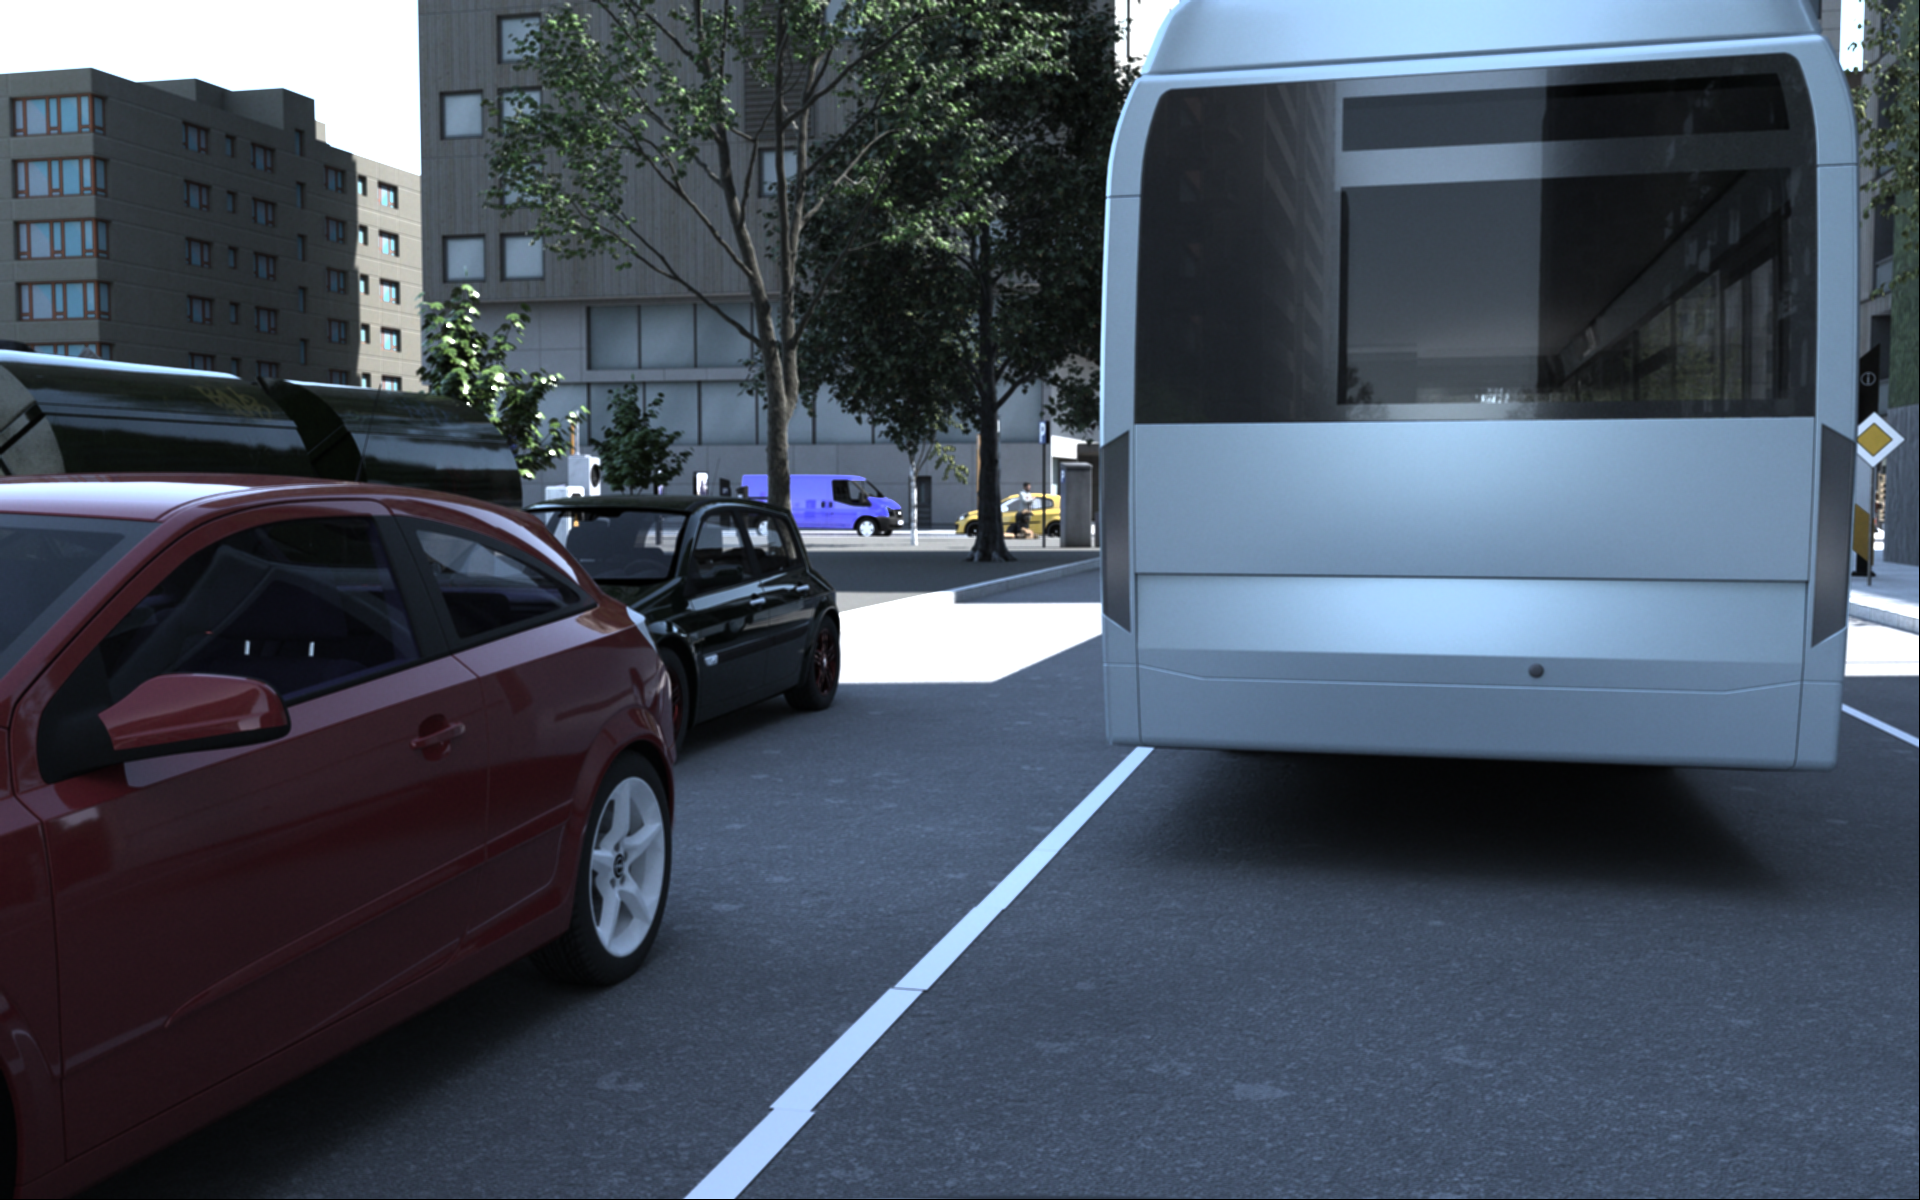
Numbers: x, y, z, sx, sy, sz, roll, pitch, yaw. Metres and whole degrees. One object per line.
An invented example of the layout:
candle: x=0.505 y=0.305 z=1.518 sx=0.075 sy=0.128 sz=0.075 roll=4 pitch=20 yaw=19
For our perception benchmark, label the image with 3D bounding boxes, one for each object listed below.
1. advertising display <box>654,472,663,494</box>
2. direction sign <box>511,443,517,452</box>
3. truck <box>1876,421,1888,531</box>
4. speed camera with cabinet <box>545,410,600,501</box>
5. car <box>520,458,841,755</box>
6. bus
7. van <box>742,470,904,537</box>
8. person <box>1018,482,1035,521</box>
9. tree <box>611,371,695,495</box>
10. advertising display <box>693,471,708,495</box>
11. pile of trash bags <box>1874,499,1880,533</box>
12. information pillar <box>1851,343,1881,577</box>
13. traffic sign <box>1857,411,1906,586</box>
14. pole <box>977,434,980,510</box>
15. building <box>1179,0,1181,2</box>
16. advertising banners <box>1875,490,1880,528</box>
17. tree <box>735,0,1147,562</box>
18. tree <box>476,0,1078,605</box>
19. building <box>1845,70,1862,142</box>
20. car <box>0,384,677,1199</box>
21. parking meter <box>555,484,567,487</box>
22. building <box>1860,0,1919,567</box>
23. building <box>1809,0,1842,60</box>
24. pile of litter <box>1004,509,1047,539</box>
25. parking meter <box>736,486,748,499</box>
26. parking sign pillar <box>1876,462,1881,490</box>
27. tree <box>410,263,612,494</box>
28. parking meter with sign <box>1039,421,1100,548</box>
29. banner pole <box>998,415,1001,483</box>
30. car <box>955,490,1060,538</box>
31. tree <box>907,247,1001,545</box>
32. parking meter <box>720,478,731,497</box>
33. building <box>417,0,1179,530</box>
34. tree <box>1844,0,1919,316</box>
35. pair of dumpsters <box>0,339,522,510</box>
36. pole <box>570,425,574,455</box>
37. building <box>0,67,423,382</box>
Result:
advertising display: x=-7.650 y=-2.371 z=43.986 sx=0.123 sy=1.923 sz=0.974 roll=0 pitch=4 yaw=-2
direction sign: x=-16.196 y=-4.263 z=61.692 sx=0.876 sy=3.537 sz=0.379 roll=-1 pitch=4 yaw=-19
truck: x=30.473 y=-3.543 z=46.834 sx=11.283 sy=4.237 sz=2.839 roll=1 pitch=4 yaw=12
speed camera with cabinet: x=-9.000 y=-2.813 z=40.336 sx=0.660 sy=3.252 sz=2.038 roll=1 pitch=4 yaw=9
car: x=-2.039 y=-0.035 z=10.360 sx=2.009 sy=1.686 sz=4.222 roll=1 pitch=4 yaw=14
bus: x=3.444 y=-1.078 z=12.481 sx=2.948 sy=3.499 sz=13.247 roll=1 pitch=4 yaw=15
van: x=-4.432 y=-3.157 z=55.996 sx=5.245 sy=2.365 sz=2.240 roll=1 pitch=4 yaw=14
person: x=2.032 y=-2.664 z=52.234 sx=0.466 sy=1.800 sz=0.511 roll=1 pitch=4 yaw=22
tree: x=-5.199 y=-2.002 z=27.337 sx=1.663 sy=3.219 sz=1.824 roll=0 pitch=3 yaw=0
advertising display: x=-7.453 y=-2.727 z=49.798 sx=0.123 sy=1.923 sz=0.974 roll=1 pitch=4 yaw=11
pile of trash bags: x=29.633 y=-2.928 z=57.631 sx=3.447 sy=1.369 sz=1.912 roll=-3 pitch=5 yaw=-44
information pillar: x=14.035 y=-2.179 z=26.988 sx=0.504 sy=3.616 sz=0.183 roll=2 pitch=4 yaw=32
traffic sign: x=12.726 y=-1.406 z=24.179 sx=0.795 sy=2.450 sz=0.064 roll=1 pitch=4 yaw=23
pole: x=0.673 y=-3.985 z=59.005 sx=0.158 sy=3.312 sz=0.155 roll=0 pitch=3 yaw=0
building: x=9.228 y=-28.038 z=113.047 sx=22.147 sy=44.769 sz=28.867 roll=1 pitch=4 yaw=14
advertising banners: x=34.812 y=-4.255 z=65.764 sx=0.090 sy=3.025 sz=2.074 roll=-3 pitch=5 yaw=-42
tree: x=0.461 y=-7.093 z=32.978 sx=9.611 sy=12.733 sz=9.660 roll=0 pitch=3 yaw=0
tree: x=-2.132 y=-5.761 z=19.946 sx=9.928 sy=11.665 sz=9.643 roll=0 pitch=3 yaw=0
building: x=91.796 y=-32.428 z=180.311 sx=14.200 sy=45.320 sz=14.600 roll=1 pitch=4 yaw=14
car: x=-2.161 y=0.316 z=3.877 sx=2.155 sy=1.783 sz=4.494 roll=1 pitch=4 yaw=14
parking meter: x=-10.058 y=-2.148 z=43.539 sx=0.372 sy=1.533 sz=0.369 roll=0 pitch=3 yaw=0
building: x=24.726 y=-21.281 z=31.542 sx=14.154 sy=41.232 sz=14.086 roll=1 pitch=4 yaw=14
building: x=53.574 y=-42.440 z=132.139 sx=20.563 sy=71.187 sz=20.611 roll=1 pitch=4 yaw=14
pile of litter: x=1.701 y=-2.191 z=49.793 sx=1.176 sy=0.858 sz=1.719 roll=-3 pitch=5 yaw=-39
parking meter: x=-6.579 y=-2.686 z=52.321 sx=0.372 sy=1.533 sz=0.369 roll=0 pitch=3 yaw=0
parking sign pillar: x=48.478 y=-6.355 z=92.370 sx=1.447 sy=3.967 sz=1.447 roll=1 pitch=4 yaw=20
tree: x=-4.187 y=-1.216 z=14.477 sx=1.663 sy=3.219 sz=1.824 roll=0 pitch=3 yaw=0
parking meter with sign: x=2.799 y=-2.769 z=41.529 sx=1.738 sy=3.016 sz=0.543 roll=-1 pitch=4 yaw=-16
banner pole: x=0.861 y=-3.544 z=47.956 sx=0.401 sy=3.779 sz=0.863 roll=3 pitch=5 yaw=42
car: x=1.820 y=-2.708 z=54.493 sx=3.980 sy=1.641 sz=2.015 roll=1 pitch=4 yaw=14
tree: x=-0.967 y=-5.661 z=42.924 sx=4.737 sy=8.622 sz=4.395 roll=0 pitch=3 yaw=0
parking meter: x=-8.455 y=-3.469 z=62.430 sx=0.399 sy=1.863 sz=0.255 roll=-1 pitch=4 yaw=-12
building: x=-4.537 y=-29.696 z=74.763 sx=28.713 sy=52.752 sz=27.495 roll=1 pitch=4 yaw=14
tree: x=12.239 y=-4.280 z=20.334 sx=4.737 sy=8.622 sz=4.395 roll=0 pitch=3 yaw=0
pair of dumpsters: x=-4.311 y=-0.471 z=10.200 sx=1.574 sy=2.255 sz=4.437 roll=1 pitch=4 yaw=14
pole: x=-10.887 y=-3.367 z=48.893 sx=0.158 sy=3.312 sz=0.155 roll=0 pitch=3 yaw=0
building: x=-45.766 y=-14.815 z=87.272 sx=28.899 sy=21.520 sz=27.650 roll=1 pitch=4 yaw=14
